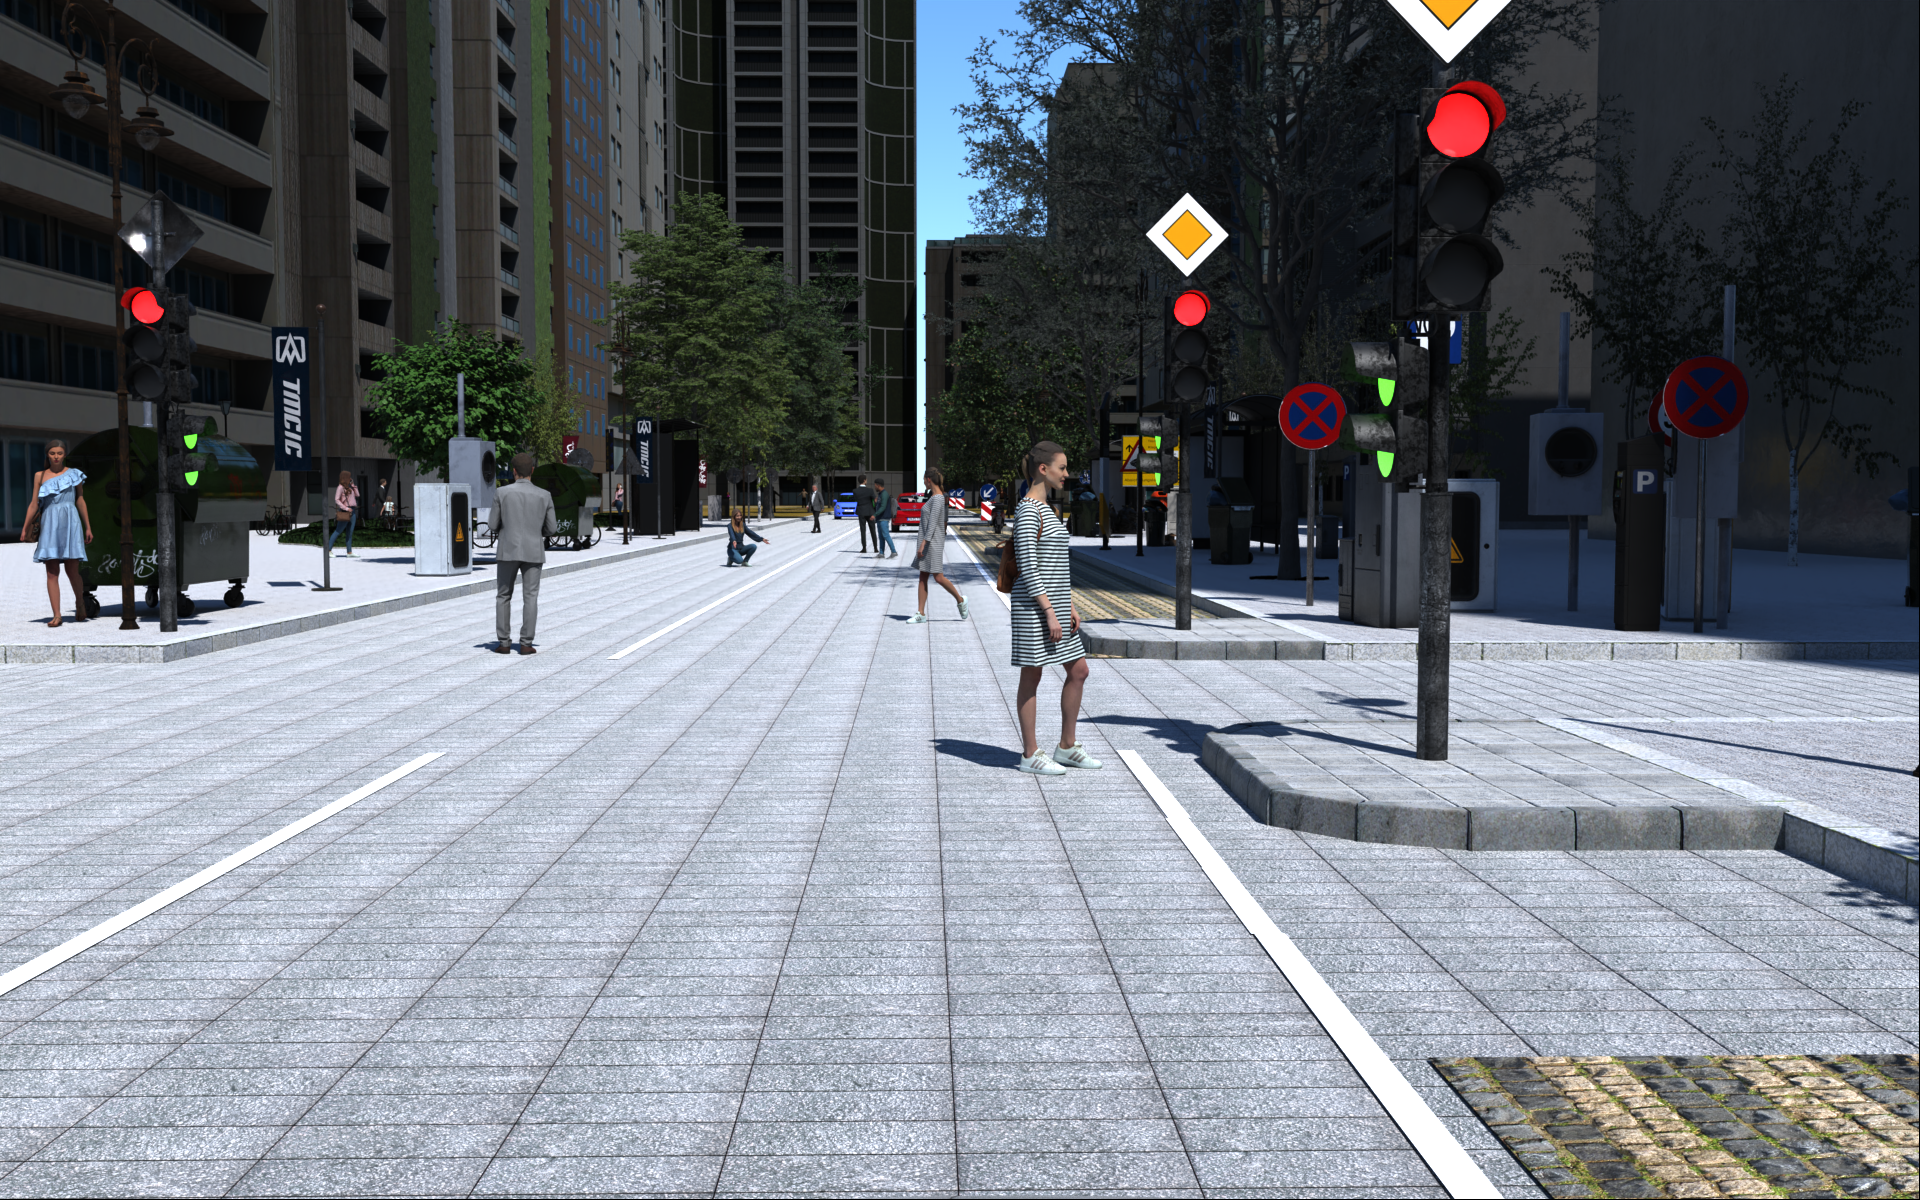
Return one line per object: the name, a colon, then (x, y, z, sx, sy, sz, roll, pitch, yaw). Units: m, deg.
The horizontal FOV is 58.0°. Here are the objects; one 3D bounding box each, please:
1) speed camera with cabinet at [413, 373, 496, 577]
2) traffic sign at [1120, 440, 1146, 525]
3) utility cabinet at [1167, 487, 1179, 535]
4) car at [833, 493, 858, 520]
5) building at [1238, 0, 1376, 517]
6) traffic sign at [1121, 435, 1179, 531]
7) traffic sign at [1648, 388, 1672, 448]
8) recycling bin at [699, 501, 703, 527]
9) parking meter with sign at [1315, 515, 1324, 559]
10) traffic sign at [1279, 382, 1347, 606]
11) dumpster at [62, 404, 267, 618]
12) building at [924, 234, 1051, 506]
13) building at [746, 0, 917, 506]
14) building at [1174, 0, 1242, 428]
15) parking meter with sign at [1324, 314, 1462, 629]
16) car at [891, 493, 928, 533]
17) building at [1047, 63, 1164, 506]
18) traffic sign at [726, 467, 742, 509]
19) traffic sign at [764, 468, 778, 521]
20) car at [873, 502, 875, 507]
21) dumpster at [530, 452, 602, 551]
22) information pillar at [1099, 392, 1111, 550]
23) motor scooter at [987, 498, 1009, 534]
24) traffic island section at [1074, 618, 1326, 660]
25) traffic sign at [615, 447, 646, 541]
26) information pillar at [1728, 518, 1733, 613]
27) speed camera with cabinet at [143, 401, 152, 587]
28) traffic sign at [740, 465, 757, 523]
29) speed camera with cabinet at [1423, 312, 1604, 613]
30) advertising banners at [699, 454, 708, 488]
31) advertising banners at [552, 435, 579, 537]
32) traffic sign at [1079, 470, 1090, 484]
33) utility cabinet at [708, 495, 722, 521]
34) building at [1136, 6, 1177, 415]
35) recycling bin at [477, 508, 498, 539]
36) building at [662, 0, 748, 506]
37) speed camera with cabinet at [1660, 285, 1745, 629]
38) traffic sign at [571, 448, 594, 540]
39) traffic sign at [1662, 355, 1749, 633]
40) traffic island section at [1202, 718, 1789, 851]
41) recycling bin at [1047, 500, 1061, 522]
speed camera with cabinet: (-8.083, -2.046, 27.790, 0.660, 3.252, 2.038, 0, 4, 7)
traffic sign: (4.267, -2.535, 41.452, 0.884, 2.594, 0.081, 1, 4, 8)
utility cabinet: (6.892, -2.691, 52.672, 1.173, 1.500, 0.318, 0, 4, 5)
car: (-6.235, -5.444, 98.601, 1.945, 1.707, 3.694, 0, 3, 0)
building: (23.711, -25.662, 103.172, 14.154, 41.232, 14.086, 0, 4, -1)
traffic sign: (6.710, -4.034, 59.832, 2.265, 3.308, 0.079, 0, 4, 4)
traffic sign: (8.235, -1.206, 19.828, 0.768, 2.556, 0.104, 0, 4, 6)
recycling bin: (-10.531, -3.365, 67.568, 0.722, 1.027, 0.722, 3, 5, 41)
parking meter with sign: (7.955, -2.328, 34.322, 1.738, 3.016, 0.543, -1, 4, -9)
traffic sign: (4.013, -1.204, 19.784, 0.768, 2.556, 0.104, 0, 4, 5)
dumpster: (-8.579, -0.990, 18.675, 1.502, 2.255, 1.985, 0, 4, -1)
building: (2.990, -25.923, 195.538, 14.107, 30.474, 14.160, 0, 4, -1)
building: (-15.262, -46.436, 197.480, 20.611, 71.187, 20.563, 0, 4, -1)
building: (22.612, -28.603, 117.777, 14.600, 45.320, 14.200, 0, 4, -1)
parking meter with sign: (4.175, -1.256, 16.791, 0.543, 3.016, 1.738, -1, 4, -11)
car: (-1.685, -3.483, 65.986, 2.155, 1.783, 4.494, 0, 4, 0)
building: (20.761, -35.184, 198.953, 21.600, 48.544, 21.300, 0, 4, -1)
traffic sign: (-10.786, -5.054, 82.732, 0.768, 2.556, 0.104, 0, 4, 2)
traffic sign: (-9.144, -5.101, 83.502, 0.768, 2.556, 0.104, 0, 4, 5)
car: (-6.415, -6.201, 110.175, 1.959, 1.807, 4.718, 0, 4, 0)
dumpster: (-9.109, -2.267, 39.558, 1.502, 2.255, 1.985, 0, 4, -1)
information pillar: (3.308, -2.950, 39.589, 0.183, 3.616, 0.504, 1, 4, 22)
motor scooter: (1.370, -3.038, 62.442, 0.815, 1.314, 1.986, 0, 4, -1)
traffic island section: (2.134, 0.361, 16.382, 2.009, 0.180, 2.903, 0, 4, -1)
traffic sign: (-9.042, -2.904, 47.483, 0.884, 2.594, 0.081, 0, 4, 7)
information pillar: (8.187, -0.873, 18.765, 0.304, 2.012, 0.304, 1, 4, 13)
speed camera with cabinet: (-11.427, -1.858, 24.715, 0.660, 3.252, 2.038, 0, 4, 0)
traffic sign: (-9.232, -4.621, 75.653, 0.768, 2.556, 0.104, 0, 4, 7)
speed camera with cabinet: (5.874, -1.499, 18.845, 2.038, 3.252, 0.660, 0, 4, 8)
advertising banners: (-11.908, -4.831, 75.170, 2.074, 3.025, 0.090, -1, 4, -17)
advertising banners: (-12.252, -3.371, 51.311, 2.074, 3.025, 0.090, -2, 4, -32)
traffic sign: (6.629, -5.555, 90.930, 0.768, 2.556, 0.104, 0, 4, 7)
utility cabinet: (-11.773, -4.398, 83.072, 0.306, 1.237, 1.020, 1, 4, 15)
building: (29.214, -33.618, 138.888, 28.713, 52.752, 27.495, 0, 4, -1)
recycling bin: (-13.383, -2.255, 49.423, 0.722, 1.027, 0.722, -1, 4, -9)
building: (-35.839, -46.330, 195.749, 20.611, 71.187, 20.563, 0, 4, -1)
speed camera with cabinet: (7.350, -1.400, 17.226, 0.660, 3.252, 2.038, 1, 4, 19)
traffic sign: (-10.506, -2.925, 47.924, 0.768, 2.556, 0.104, 0, 4, 6)
traffic sign: (6.843, -0.971, 15.977, 0.768, 2.556, 0.104, 0, 4, 5)
traffic island section: (2.311, 0.849, 8.399, 2.009, 0.180, 2.903, 0, 4, -1)
recycling bin: (3.676, -3.502, 69.816, 0.722, 1.027, 0.722, 1, 4, 19)
